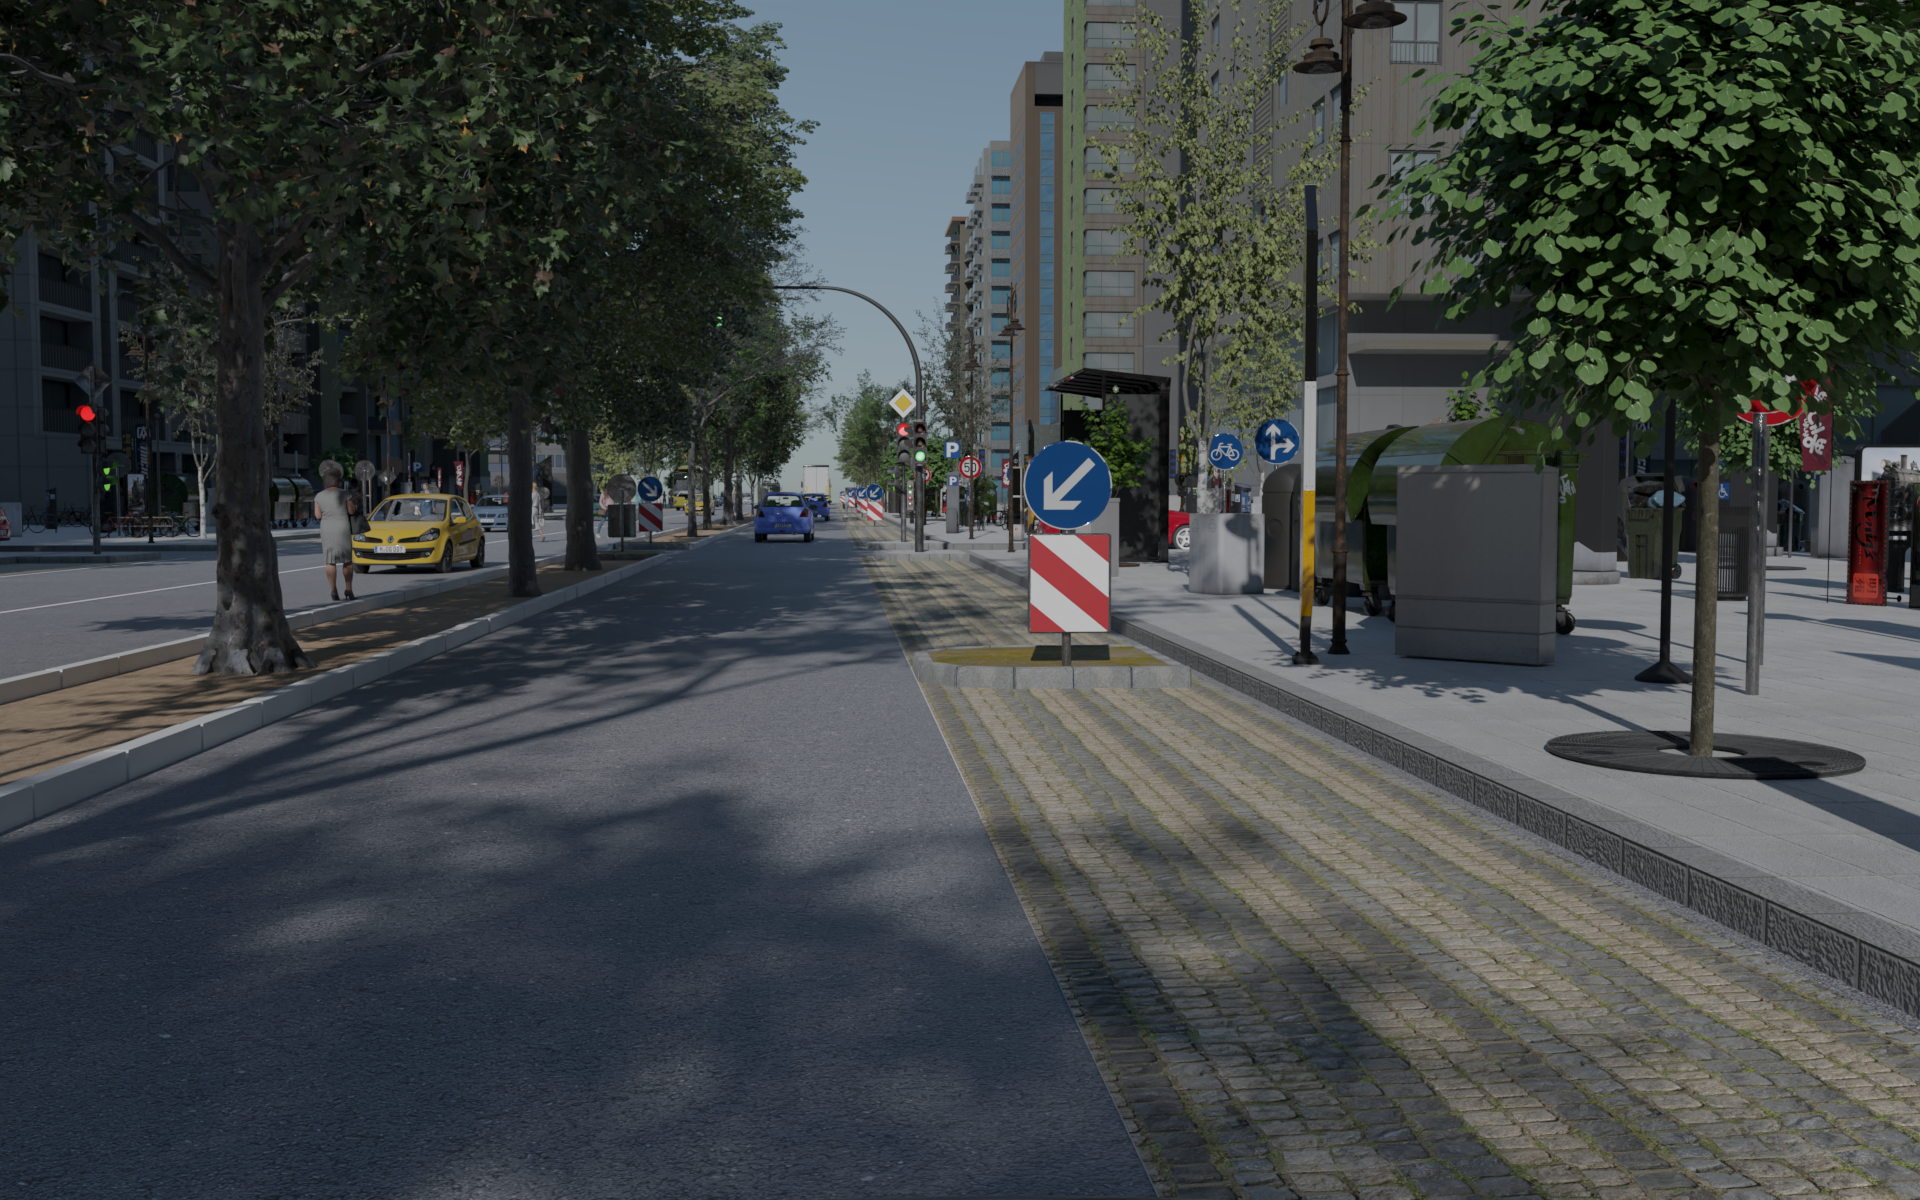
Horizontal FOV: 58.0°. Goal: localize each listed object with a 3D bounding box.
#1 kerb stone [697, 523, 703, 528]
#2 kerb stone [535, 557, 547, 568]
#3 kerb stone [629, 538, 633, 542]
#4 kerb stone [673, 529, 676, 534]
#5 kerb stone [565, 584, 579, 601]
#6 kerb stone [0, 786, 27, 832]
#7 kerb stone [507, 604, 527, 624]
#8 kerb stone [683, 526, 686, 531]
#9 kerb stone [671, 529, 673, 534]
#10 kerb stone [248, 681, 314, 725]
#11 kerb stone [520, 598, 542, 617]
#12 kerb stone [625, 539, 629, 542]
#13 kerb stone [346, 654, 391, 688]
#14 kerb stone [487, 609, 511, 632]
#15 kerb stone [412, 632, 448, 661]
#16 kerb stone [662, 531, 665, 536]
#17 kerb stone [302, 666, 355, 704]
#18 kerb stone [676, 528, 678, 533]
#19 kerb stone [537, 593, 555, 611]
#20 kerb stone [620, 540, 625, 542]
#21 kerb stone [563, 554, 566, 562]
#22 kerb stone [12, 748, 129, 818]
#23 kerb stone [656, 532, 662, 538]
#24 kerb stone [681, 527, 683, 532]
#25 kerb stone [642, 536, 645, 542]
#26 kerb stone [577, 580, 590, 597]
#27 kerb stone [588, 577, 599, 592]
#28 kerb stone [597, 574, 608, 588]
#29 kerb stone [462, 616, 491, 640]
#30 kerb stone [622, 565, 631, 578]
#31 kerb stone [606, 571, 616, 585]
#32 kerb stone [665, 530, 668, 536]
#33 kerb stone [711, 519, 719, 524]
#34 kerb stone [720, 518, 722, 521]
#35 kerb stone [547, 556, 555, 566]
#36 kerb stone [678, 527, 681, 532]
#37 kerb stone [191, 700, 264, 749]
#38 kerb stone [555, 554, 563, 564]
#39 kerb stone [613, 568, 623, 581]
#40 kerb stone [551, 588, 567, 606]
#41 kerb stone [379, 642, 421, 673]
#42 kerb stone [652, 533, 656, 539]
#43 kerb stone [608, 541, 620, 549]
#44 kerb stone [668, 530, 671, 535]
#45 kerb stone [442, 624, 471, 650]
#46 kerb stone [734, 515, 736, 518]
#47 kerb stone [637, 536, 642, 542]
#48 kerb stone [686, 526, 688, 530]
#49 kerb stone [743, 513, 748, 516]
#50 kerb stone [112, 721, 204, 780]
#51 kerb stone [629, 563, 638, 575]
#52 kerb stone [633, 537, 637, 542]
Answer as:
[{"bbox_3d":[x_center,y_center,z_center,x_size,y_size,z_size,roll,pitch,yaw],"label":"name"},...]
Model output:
[{"bbox_3d":[-11.386,-3.290,76.003,0.120,0.150,1.000,0,4,-4],"label":"kerb stone"},{"bbox_3d":[-8.193,-0.697,33.587,0.120,0.150,1.000,0,4,-4],"label":"kerb stone"},{"bbox_3d":[-9.319,-1.602,48.387,0.120,0.150,1.000,0,4,-4],"label":"kerb stone"},{"bbox_3d":[-10.312,-2.408,61.673,0.120,0.150,1.000,0,4,-4],"label":"kerb stone"},{"bbox_3d":[-5.339,-0.080,23.509,0.120,0.150,1.000,0,4,-4],"label":"kerb stone"},{"bbox_3d":[-4.107,0.922,7.128,0.120,0.150,1.000,0,4,-4],"label":"kerb stone"},{"bbox_3d":[-5.031,0.176,19.411,0.120,0.150,1.000,0,4,-4],"label":"kerb stone"},{"bbox_3d":[-10.619,-2.664,65.755,0.120,0.150,1.000,0,4,-4],"label":"kerb stone"},{"bbox_3d":[-10.231,-2.352,60.653,0.120,0.150,1.000,0,4,-4],"label":"kerb stone"},{"bbox_3d":[-4.414,0.671,11.221,0.120,0.150,1.000,0,4,-4],"label":"kerb stone"},{"bbox_3d":[-5.106,0.109,20.431,0.120,0.150,1.000,0,4,-4],"label":"kerb stone"},{"bbox_3d":[-9.231,-1.539,47.366,0.120,0.150,1.000,0,4,-4],"label":"kerb stone"},{"bbox_3d":[-4.567,0.551,13.268,0.120,0.150,1.000,0,4,-4],"label":"kerb stone"},{"bbox_3d":[-4.951,0.236,18.392,0.120,0.150,1.000,0,4,-4],"label":"kerb stone"},{"bbox_3d":[-4.726,0.421,15.312,0.120,0.150,1.000,0,4,-4],"label":"kerb stone"},{"bbox_3d":[-10.002,-2.162,57.583,0.120,0.150,1.000,0,4,-4],"label":"kerb stone"},{"bbox_3d":[-4.493,0.609,12.241,0.120,0.150,1.000,0,4,-4],"label":"kerb stone"},{"bbox_3d":[-10.387,-2.477,62.691,0.120,0.150,1.000,0,4,-4],"label":"kerb stone"},{"bbox_3d":[-5.186,0.045,21.462,0.120,0.150,1.000,0,4,-4],"label":"kerb stone"},{"bbox_3d":[-9.158,-1.477,46.347,0.120,0.150,1.000,0,4,-4],"label":"kerb stone"},{"bbox_3d":[-8.433,-0.883,36.654,0.120,0.150,1.000,0,4,-4],"label":"kerb stone"},{"bbox_3d":[-4.186,0.859,8.147,0.120,0.150,1.000,0,4,-4],"label":"kerb stone"},{"bbox_3d":[-9.935,-2.102,56.562,0.120,0.150,1.000,0,4,-4],"label":"kerb stone"},{"bbox_3d":[-10.541,-2.601,64.729,0.120,0.150,1.000,0,4,-4],"label":"kerb stone"},{"bbox_3d":[-9.537,-1.788,51.459,0.120,0.150,1.000,0,4,-4],"label":"kerb stone"},{"bbox_3d":[-5.405,-0.143,24.530,0.120,0.150,1.000,0,4,-4],"label":"kerb stone"},{"bbox_3d":[-5.492,-0.203,25.555,0.120,0.150,1.000,0,4,-4],"label":"kerb stone"},{"bbox_3d":[-5.570,-0.267,26.577,0.120,0.150,1.000,0,4,-4],"label":"kerb stone"},{"bbox_3d":[-4.886,0.296,17.356,0.120,0.150,1.000,0,4,-4],"label":"kerb stone"},{"bbox_3d":[-5.793,-0.455,29.641,0.120,0.150,1.000,0,4,-4],"label":"kerb stone"},{"bbox_3d":[-5.639,-0.328,27.597,0.120,0.150,1.000,0,4,-4],"label":"kerb stone"},{"bbox_3d":[-10.081,-2.227,58.607,0.120,0.150,1.000,0,4,-4],"label":"kerb stone"},{"bbox_3d":[-12.083,-3.852,85.221,0.120,0.150,1.000,0,4,-4],"label":"kerb stone"},{"bbox_3d":[-12.232,-3.979,87.259,0.120,0.150,1.000,0,4,-4],"label":"kerb stone"},{"bbox_3d":[-8.279,-0.759,34.608,0.120,0.150,1.000,0,4,-4],"label":"kerb stone"},{"bbox_3d":[-10.456,-2.539,63.711,0.120,0.150,1.000,0,4,-4],"label":"kerb stone"},{"bbox_3d":[-4.337,0.738,10.197,0.120,0.150,1.000,0,4,-4],"label":"kerb stone"},{"bbox_3d":[-8.352,-0.820,35.628,0.120,0.150,1.000,0,4,-4],"label":"kerb stone"},{"bbox_3d":[-5.727,-0.393,28.621,0.120,0.150,1.000,0,4,-4],"label":"kerb stone"},{"bbox_3d":[-5.269,-0.018,22.487,0.120,0.150,1.000,0,4,-4],"label":"kerb stone"},{"bbox_3d":[-4.644,0.485,14.287,0.120,0.150,1.000,0,4,-4],"label":"kerb stone"},{"bbox_3d":[-9.774,-1.974,54.520,0.120,0.150,1.000,0,4,-4],"label":"kerb stone"},{"bbox_3d":[-9.084,-1.415,45.327,0.120,0.150,1.000,0,4,-4],"label":"kerb stone"},{"bbox_3d":[-10.156,-2.289,59.626,0.120,0.150,1.000,0,4,-4],"label":"kerb stone"},{"bbox_3d":[-4.799,0.363,16.337,0.120,0.150,1.000,0,4,-4],"label":"kerb stone"},{"bbox_3d":[-13.690,-5.167,106.700,0.120,0.150,1.000,0,4,-4],"label":"kerb stone"},{"bbox_3d":[-9.464,-1.725,50.437,0.120,0.150,1.000,0,4,-4],"label":"kerb stone"},{"bbox_3d":[-10.697,-2.727,66.774,0.120,0.150,1.000,0,4,-4],"label":"kerb stone"},{"bbox_3d":[-14.528,-5.857,117.950,0.120,0.150,1.000,0,4,-4],"label":"kerb stone"},{"bbox_3d":[-4.261,0.797,9.170,0.120,0.150,1.000,0,4,-4],"label":"kerb stone"},{"bbox_3d":[-5.872,-0.518,30.667,0.120,0.150,1.000,0,4,-4],"label":"kerb stone"},{"bbox_3d":[-9.393,-1.658,49.418,0.120,0.150,1.000,0,4,-4],"label":"kerb stone"}]
